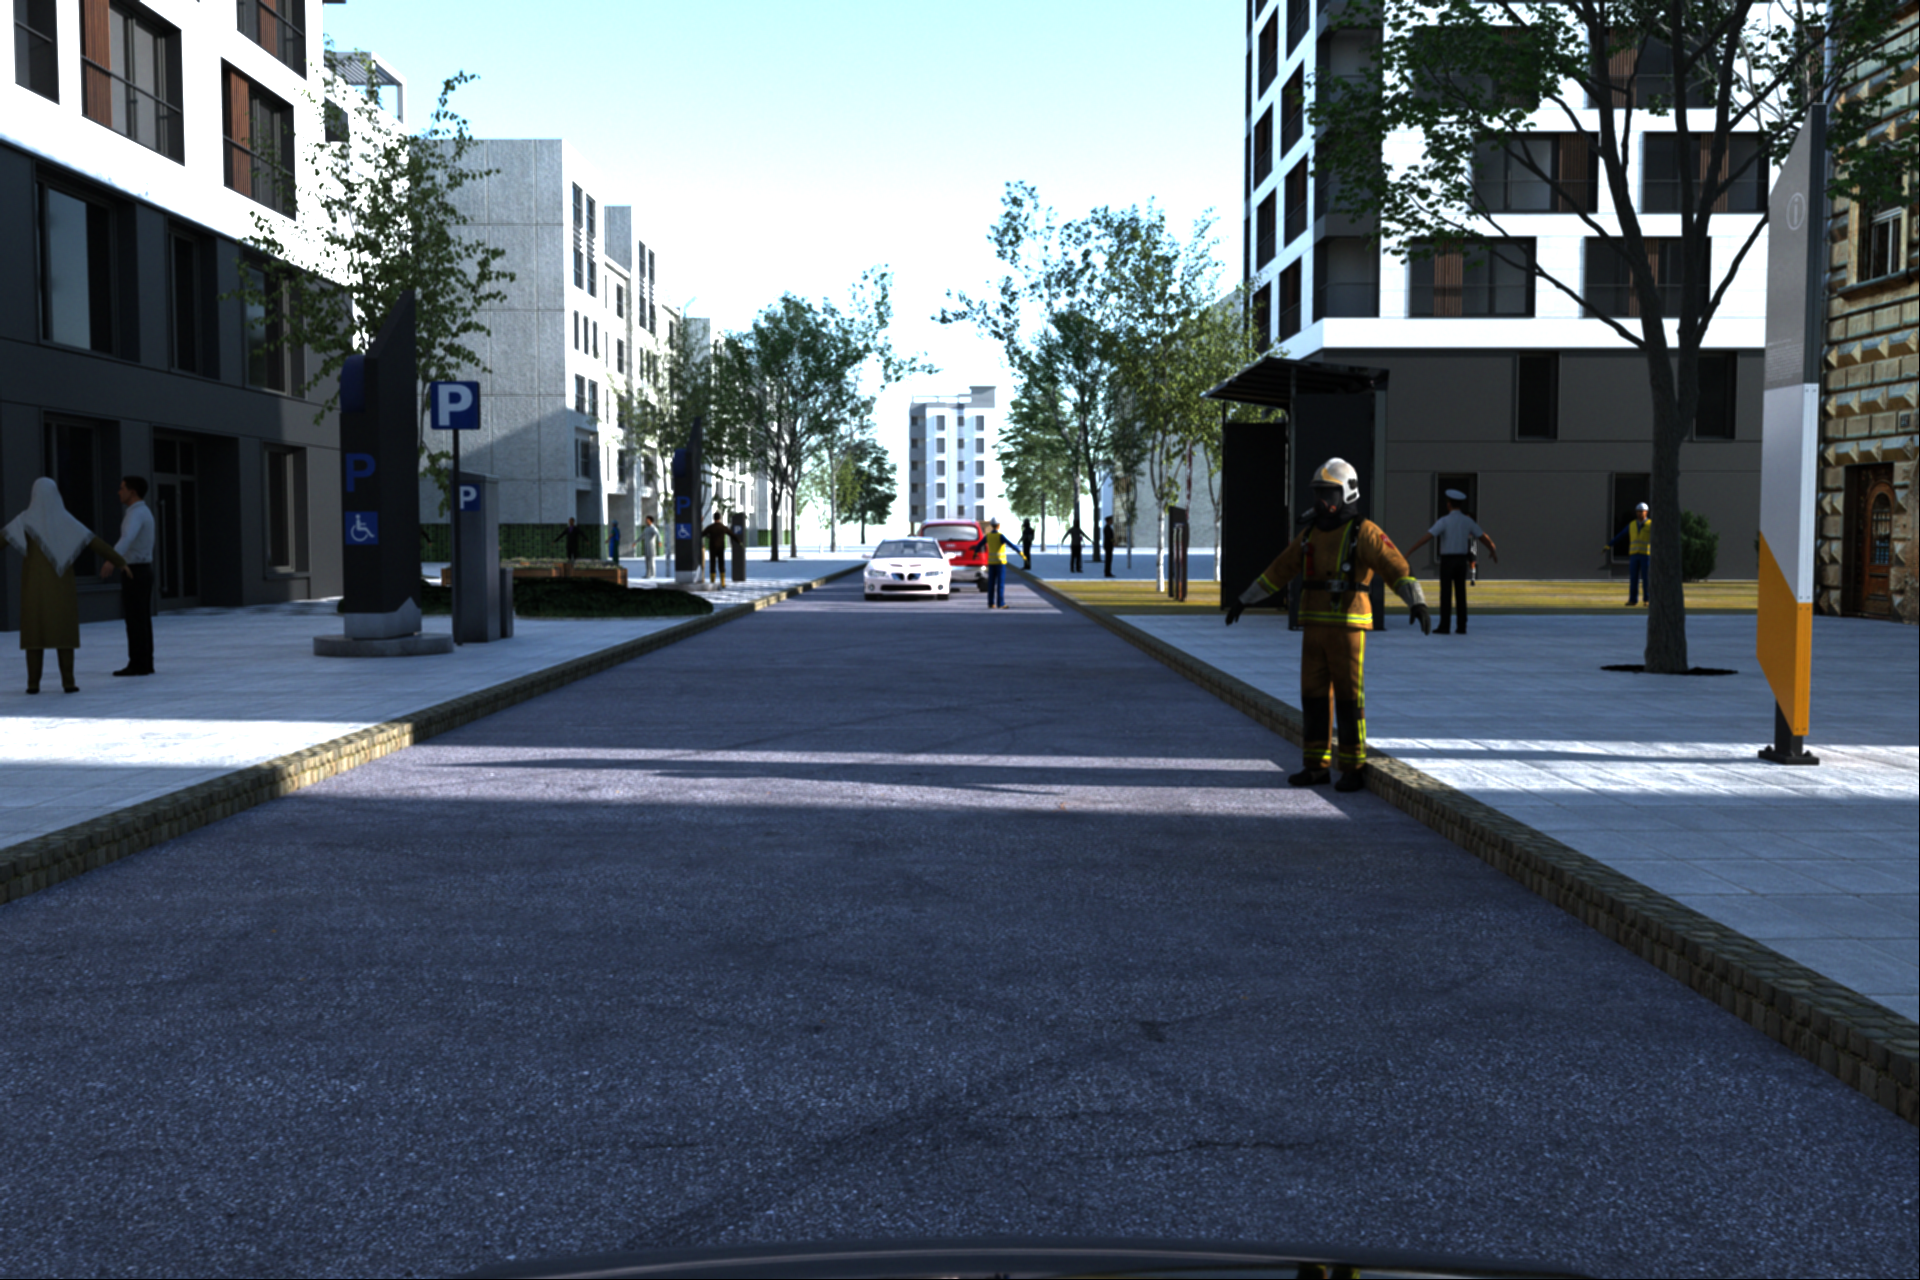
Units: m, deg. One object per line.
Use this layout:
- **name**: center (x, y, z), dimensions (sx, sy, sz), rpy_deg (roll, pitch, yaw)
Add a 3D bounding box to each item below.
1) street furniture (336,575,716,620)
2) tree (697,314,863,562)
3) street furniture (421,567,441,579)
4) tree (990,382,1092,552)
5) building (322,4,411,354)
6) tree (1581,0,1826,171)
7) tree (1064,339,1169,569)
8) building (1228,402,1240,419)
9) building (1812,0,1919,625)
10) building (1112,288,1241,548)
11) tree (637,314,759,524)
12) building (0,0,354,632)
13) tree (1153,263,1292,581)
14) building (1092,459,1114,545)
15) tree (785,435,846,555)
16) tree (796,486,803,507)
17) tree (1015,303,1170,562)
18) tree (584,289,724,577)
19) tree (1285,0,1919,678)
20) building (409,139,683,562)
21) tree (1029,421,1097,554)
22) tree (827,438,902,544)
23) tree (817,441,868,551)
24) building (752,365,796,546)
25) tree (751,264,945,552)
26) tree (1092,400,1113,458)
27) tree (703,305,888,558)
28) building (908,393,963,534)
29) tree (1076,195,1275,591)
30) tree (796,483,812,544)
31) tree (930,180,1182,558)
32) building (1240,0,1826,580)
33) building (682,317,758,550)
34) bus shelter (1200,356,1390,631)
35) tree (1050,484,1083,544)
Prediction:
- **street furniture**: center (-7.748, -0.894, 30.239), dimensions (5.734, 0.657, 10.072), rpy_deg (-1, 4, -17)
- **tree**: center (-8.491, -9.471, 80.604), dimensions (9.928, 11.665, 9.643), rpy_deg (0, 3, 0)
- **street furniture**: center (-17.835, -2.205, 42.905), dimensions (9.812, 1.723, 11.010), rpy_deg (-2, 4, -25)
- **tree**: center (6.005, -12.653, 125.008), dimensions (7.486, 12.596, 7.792), rpy_deg (0, 3, 0)
- **building**: center (-27.542, -12.368, 58.633), dimensions (16.016, 20.090, 11.380), rpy_deg (0, 4, 0)
- **tree**: center (16.967, -11.010, 35.905), dimensions (12.611, 20.169, 13.585), rpy_deg (0, 3, 0)
- **tree**: center (6.522, -6.972, 64.361), dimensions (4.360, 8.622, 3.978), rpy_deg (0, 3, 0)
- **building**: center (21.216, -9.319, 94.514), dimensions (9.099, 9.664, 28.070), rpy_deg (0, 4, 0)
- **building**: center (22.707, -11.426, 17.746), dimensions (19.493, 23.208, 18.063), rpy_deg (0, 4, 0)
- **building**: center (24.661, -20.379, 164.123), dimensions (19.493, 23.208, 18.063), rpy_deg (0, 4, -1)
- **tree**: center (-8.651, -6.554, 57.525), dimensions (4.737, 8.622, 4.395), rpy_deg (0, 3, 0)
- **building**: center (-26.332, -10.739, 19.563), dimensions (27.936, 21.610, 32.646), rpy_deg (0, 4, -1)
- **tree**: center (7.062, -5.901, 46.836), dimensions (4.737, 8.622, 4.395), rpy_deg (0, 3, 0)
- **building**: center (20.409, -15.456, 194.848), dimensions (9.099, 9.664, 28.070), rpy_deg (0, 3, 0)
- **tree**: center (-8.531, -9.661, 108.323), dimensions (4.360, 8.622, 3.978), rpy_deg (0, 3, 0)
- **tree**: center (-22.442, -16.712, 223.604), dimensions (4.737, 8.622, 4.395), rpy_deg (0, 3, 0)
- **tree**: center (6.093, -9.365, 78.867), dimensions (9.928, 11.665, 9.643), rpy_deg (0, 3, 0)
- **tree**: center (-8.480, -6.181, 51.425), dimensions (4.360, 8.622, 3.978), rpy_deg (0, 3, 0)
- **tree**: center (6.578, -5.511, 15.868), dimensions (9.928, 11.665, 9.643), rpy_deg (0, 3, 0)
- **building**: center (-25.977, -13.891, 93.584), dimensions (16.747, 18.905, 31.486), rpy_deg (0, 4, 0)
- **tree**: center (6.131, -9.822, 110.947), dimensions (4.360, 8.622, 3.978), rpy_deg (0, 3, 0)
- **tree**: center (-12.431, -19.374, 223.419), dimensions (9.857, 13.997, 8.962), rpy_deg (0, 3, 0)
- **tree**: center (-9.093, -11.141, 132.511), dimensions (4.737, 8.622, 4.395), rpy_deg (0, 3, 0)
- **building**: center (-28.513, -20.205, 196.807), dimensions (16.747, 18.905, 31.486), rpy_deg (0, 4, 0)
- **tree**: center (-7.517, -16.178, 120.392), dimensions (12.611, 20.169, 13.585), rpy_deg (0, 3, 0)
- **tree**: center (23.243, -22.396, 222.062), dimensions (12.611, 20.169, 13.585), rpy_deg (0, 3, 0)
- **tree**: center (-9.012, -11.164, 92.895), dimensions (12.009, 13.543, 11.850), rpy_deg (0, 3, 0)
- **building**: center (-6.330, -22.315, 223.724), dimensions (11.380, 20.090, 16.016), rpy_deg (0, 4, -5)
- **tree**: center (4.731, -5.401, 38.672), dimensions (4.737, 8.622, 4.395), rpy_deg (0, 3, 0)
- **tree**: center (-20.557, -16.416, 218.770), dimensions (4.737, 8.622, 4.395), rpy_deg (0, 3, 0)
- **tree**: center (5.210, -14.548, 93.745), dimensions (12.611, 20.169, 13.585), rpy_deg (0, 3, 0)
- **building**: center (23.895, -13.434, 63.627), dimensions (27.936, 21.610, 32.646), rpy_deg (0, 3, 0)
- **building**: center (-28.646, -17.786, 157.261), dimensions (16.747, 18.905, 31.486), rpy_deg (0, 3, 0)
- **bus shelter**: center (4.884, -2.124, 26.015), dimensions (1.731, 3.624, 6.357), rpy_deg (0, 3, 0)
- **tree**: center (13.821, -16.776, 224.644), dimensions (4.737, 8.622, 4.395), rpy_deg (0, 3, 0)
